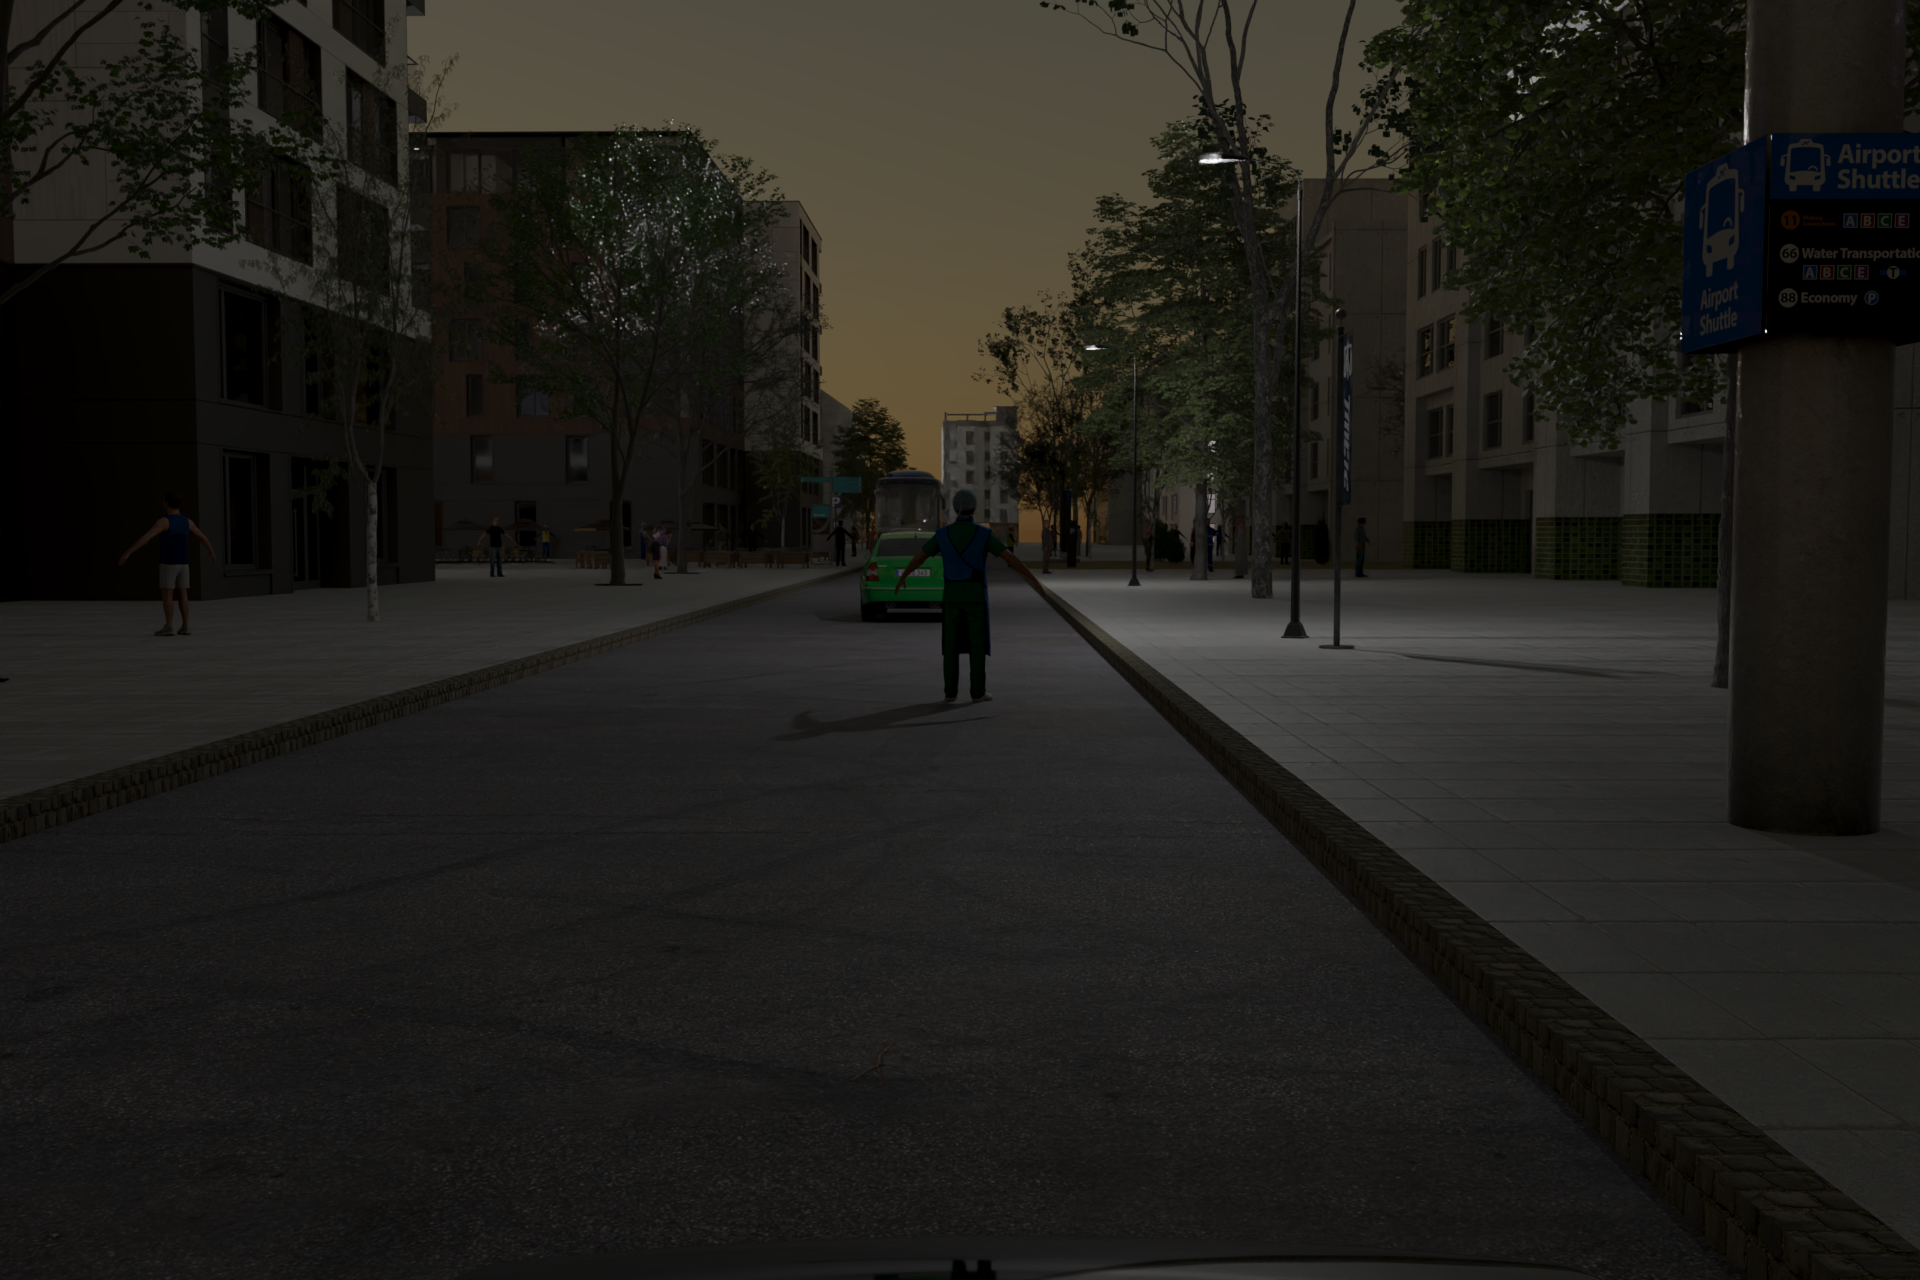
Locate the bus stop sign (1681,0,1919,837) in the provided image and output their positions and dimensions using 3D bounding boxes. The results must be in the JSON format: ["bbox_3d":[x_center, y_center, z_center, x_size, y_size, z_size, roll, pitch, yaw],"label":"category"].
[{"bbox_3d":[3.716,-1.133,7.535,0.837,3.901,0.837,0,4,0],"label":"bus stop sign"}]

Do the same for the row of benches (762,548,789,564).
[{"bbox_3d":[-8.095,-3.689,75.775,1.422,0.672,4.104,-1,4,-16],"label":"row of benches"}]

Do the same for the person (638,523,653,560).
[{"bbox_3d":[-15.498,-4.839,84.981,0.705,1.847,1.347,-3,4,-37],"label":"person"}]

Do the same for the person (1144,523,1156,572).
[{"bbox_3d":[6.517,-3.162,59.209,0.415,1.643,0.593,-1,4,-20],"label":"person"}]

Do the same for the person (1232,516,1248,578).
[{"bbox_3d":[8.117,-2.703,50.338,0.704,1.811,1.347,1,4,17],"label":"person"}]

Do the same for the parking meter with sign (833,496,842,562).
[{"bbox_3d":[-5.702,-5.153,80.516,0.543,3.016,1.738,0,4,1],"label":"parking meter with sign"}]

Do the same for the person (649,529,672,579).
[{"bbox_3d":[-8.524,-2.451,49.354,0.697,1.427,0.421,-3,4,-36],"label":"person"}]

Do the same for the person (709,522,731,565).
[{"bbox_3d":[-9.974,-4.051,72.503,0.705,1.796,1.348,2,4,32],"label":"person"}]

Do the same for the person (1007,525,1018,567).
[{"bbox_3d":[2.220,-4.047,74.597,0.705,1.833,1.349,-1,4,-12],"label":"person"}]

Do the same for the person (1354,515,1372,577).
[{"bbox_3d":[11.974,-2.802,51.653,0.704,1.849,1.345,2,4,30],"label":"person"}]

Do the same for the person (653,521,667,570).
[{"bbox_3d":[-10.674,-3.359,61.639,0.551,1.740,0.621,-1,4,-16],"label":"person"}]

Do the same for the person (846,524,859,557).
[{"bbox_3d":[-6.030,-5.651,98.154,0.705,1.858,1.354,-2,4,-31],"label":"person"}]

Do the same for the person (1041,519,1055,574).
[{"bbox_3d":[2.847,-3.025,56.062,0.434,1.755,0.990,1,4,11],"label":"person"}]

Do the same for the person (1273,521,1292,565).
[{"bbox_3d":[13.714,-4.089,72.978,1.348,1.813,0.705,-2,4,-25],"label":"person"}]

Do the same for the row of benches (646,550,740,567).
[{"bbox_3d":[-10.682,-3.257,68.709,4.104,0.672,1.422,2,4,23],"label":"row of benches"}]

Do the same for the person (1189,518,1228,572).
[{"bbox_3d":[8.405,-3.227,58.741,1.345,1.831,0.704,-1,4,-10],"label":"person"}]

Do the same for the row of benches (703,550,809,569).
[{"bbox_3d":[-7.730,-3.025,64.921,4.104,0.672,1.422,1,4,11],"label":"row of benches"}]

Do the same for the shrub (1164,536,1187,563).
[{"bbox_3d":[9.460,-3.963,75.909,1.383,1.207,1.383,0,3,0],"label":"shrub"}]

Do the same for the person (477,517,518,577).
[{"bbox_3d":[-13.833,-2.781,51.679,1.348,1.803,0.705,-3,5,-45],"label":"person"}]

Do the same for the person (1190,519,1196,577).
[{"bbox_3d":[6.851,-2.695,50.868,0.721,1.729,1.215,1,4,11],"label":"person"}]

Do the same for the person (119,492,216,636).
[{"bbox_3d":[-9.949,-0.961,21.884,0.704,1.807,1.345,2,4,30],"label":"person"}]

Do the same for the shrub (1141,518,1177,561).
[{"bbox_3d":[9.370,-4.712,81.453,1.690,2.028,1.600,0,3,0],"label":"shrub"}]

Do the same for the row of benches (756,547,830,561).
[{"bbox_3d":[-8.090,-4.105,82.580,4.104,0.672,1.422,-1,4,-23],"label":"row of benches"}]

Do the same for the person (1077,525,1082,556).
[{"bbox_3d":[6.954,-5.864,102.059,0.705,1.806,1.347,2,4,26],"label":"person"}]

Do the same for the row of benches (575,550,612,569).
[{"bbox_3d":[-13.658,-3.003,64.564,1.422,0.672,4.104,-1,4,-22],"label":"row of benches"}]

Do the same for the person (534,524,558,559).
[{"bbox_3d":[-20.995,-4.978,87.860,1.216,1.772,0.721,-1,4,-21],"label":"person"}]

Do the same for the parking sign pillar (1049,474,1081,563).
[{"bbox_3d":[4.725,-5.475,77.994,1.447,3.967,1.447,0,4,0],"label":"parking sign pillar"}]

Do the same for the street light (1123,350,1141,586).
[{"bbox_3d":[4.842,-4.282,42.551,1.470,5.913,1.316,0,4,1],"label":"street light"}]

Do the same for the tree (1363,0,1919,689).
[{"bbox_3d":[6.588,-5.845,13.698,7.486,12.596,7.792,0,3,0],"label":"tree"}]

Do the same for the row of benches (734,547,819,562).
[{"bbox_3d":[-8.581,-3.968,80.341,4.104,0.672,1.422,0,4,-5],"label":"row of benches"}]

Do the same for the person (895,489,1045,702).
[{"bbox_3d":[0.056,-0.384,14.868,1.347,1.817,0.704,1,4,16],"label":"person"}]

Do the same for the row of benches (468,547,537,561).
[{"bbox_3d":[-21.697,-4.058,81.807,4.104,0.672,1.422,2,4,32],"label":"row of benches"}]

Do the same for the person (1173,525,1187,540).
[{"bbox_3d":[12.764,-5.870,102.107,1.346,1.812,0.704,-1,4,-21],"label":"person"}]

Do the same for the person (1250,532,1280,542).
[{"bbox_3d":[13.914,-4.454,79.047,1.346,1.802,0.704,0,4,8],"label":"person"}]

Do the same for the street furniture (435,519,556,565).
[{"bbox_3d":[-30.207,-3.918,69.094,27.439,1.986,14.083,-1,4,-13],"label":"street furniture"}]

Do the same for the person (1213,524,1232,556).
[{"bbox_3d":[15.052,-5.782,100.313,1.354,1.856,0.705,-1,4,-9],"label":"person"}]

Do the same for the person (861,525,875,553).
[{"bbox_3d":[-4.220,-4.633,82.552,1.217,1.733,0.721,2,4,33],"label":"person"}]

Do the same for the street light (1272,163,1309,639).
[{"bbox_3d":[4.679,-2.976,21.205,1.470,5.913,1.316,0,4,0],"label":"street light"}]

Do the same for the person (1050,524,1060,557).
[{"bbox_3d":[5.334,-5.657,98.642,1.345,1.843,0.704,-1,4,-22],"label":"person"}]

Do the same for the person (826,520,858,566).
[{"bbox_3d":[-4.752,-3.863,69.102,1.347,1.837,0.705,1,4,16],"label":"person"}]

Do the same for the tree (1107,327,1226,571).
[{"bbox_3d":[6.375,-6.651,59.108,4.360,8.622,3.978,0,3,0],"label":"tree"}]

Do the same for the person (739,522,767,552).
[{"bbox_3d":[-9.428,-4.437,78.723,1.347,1.806,0.705,-1,4,-23],"label":"person"}]
